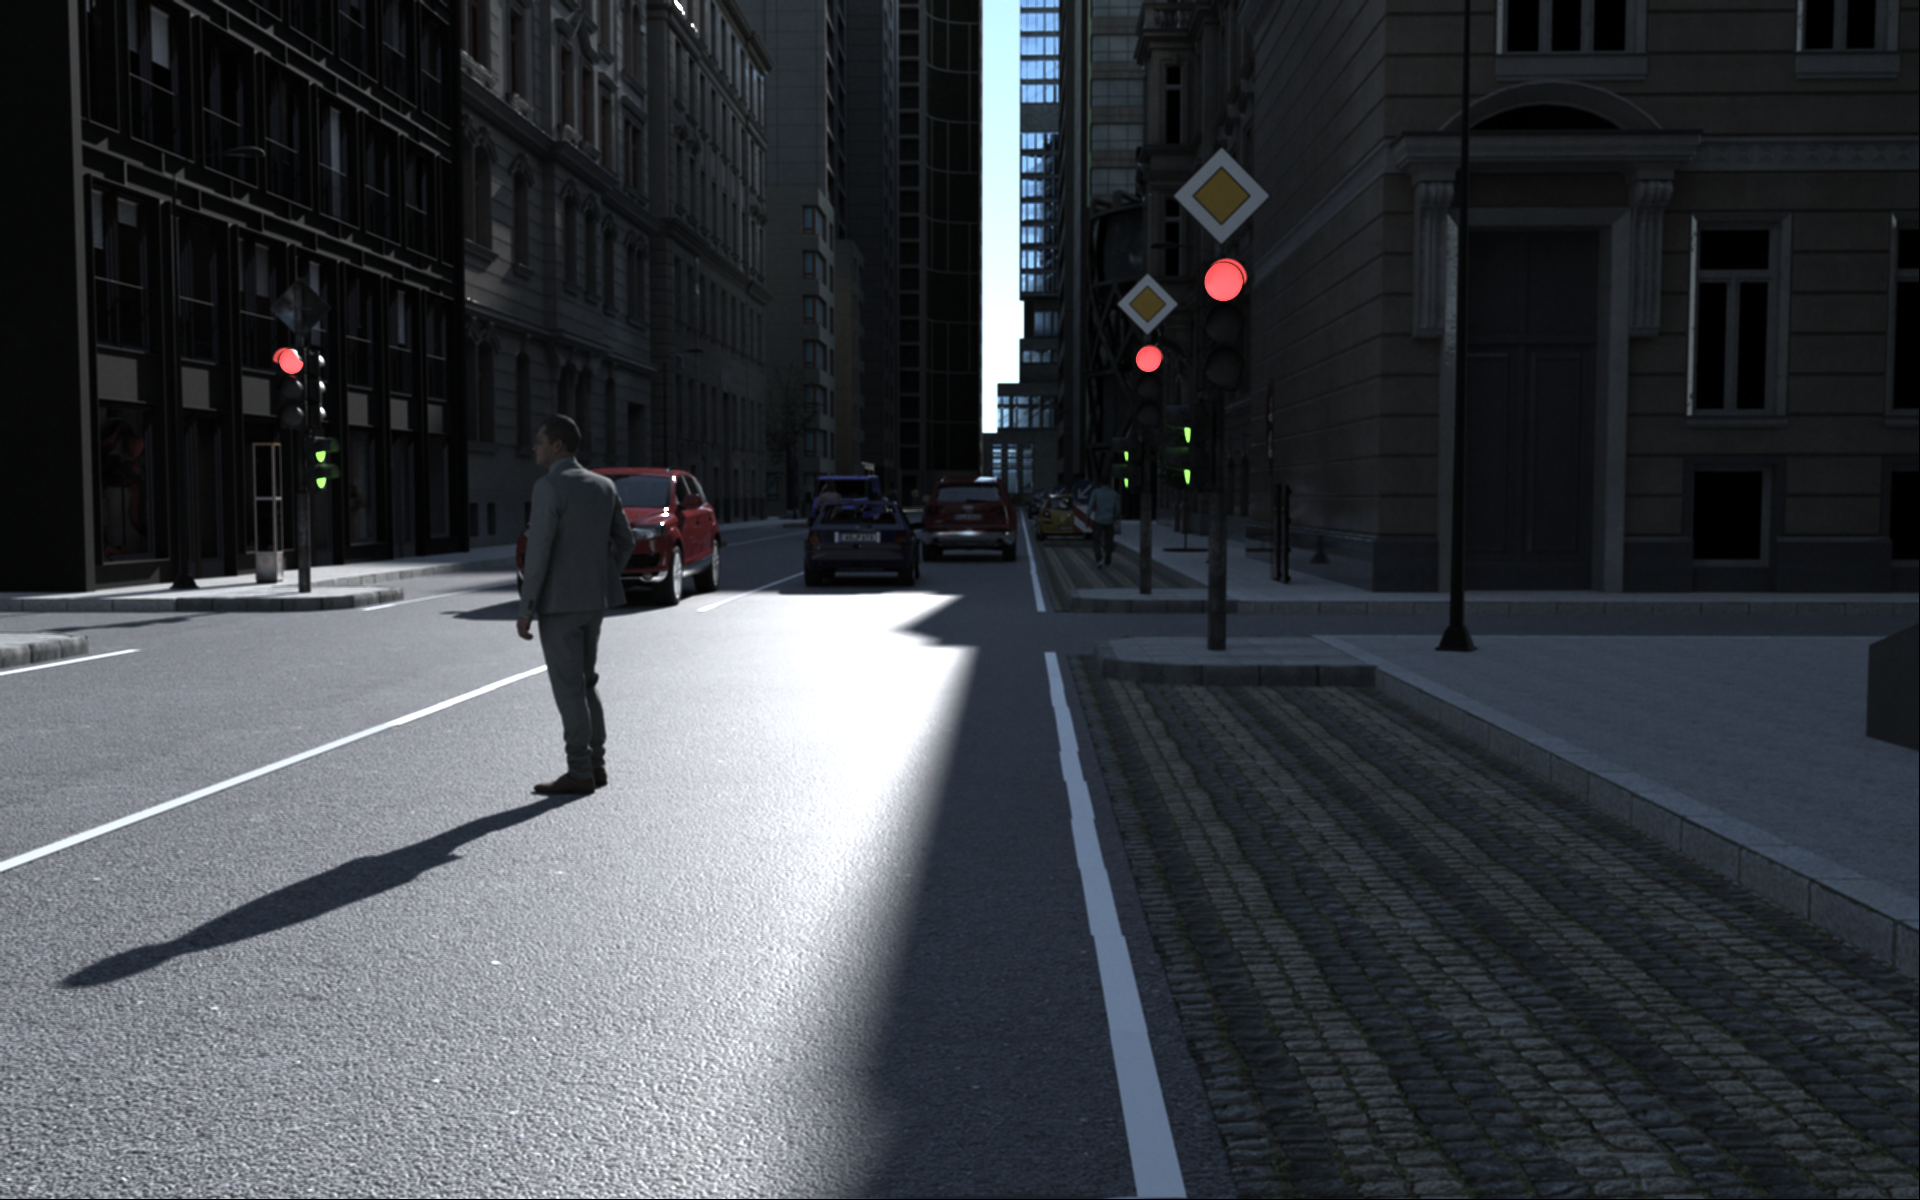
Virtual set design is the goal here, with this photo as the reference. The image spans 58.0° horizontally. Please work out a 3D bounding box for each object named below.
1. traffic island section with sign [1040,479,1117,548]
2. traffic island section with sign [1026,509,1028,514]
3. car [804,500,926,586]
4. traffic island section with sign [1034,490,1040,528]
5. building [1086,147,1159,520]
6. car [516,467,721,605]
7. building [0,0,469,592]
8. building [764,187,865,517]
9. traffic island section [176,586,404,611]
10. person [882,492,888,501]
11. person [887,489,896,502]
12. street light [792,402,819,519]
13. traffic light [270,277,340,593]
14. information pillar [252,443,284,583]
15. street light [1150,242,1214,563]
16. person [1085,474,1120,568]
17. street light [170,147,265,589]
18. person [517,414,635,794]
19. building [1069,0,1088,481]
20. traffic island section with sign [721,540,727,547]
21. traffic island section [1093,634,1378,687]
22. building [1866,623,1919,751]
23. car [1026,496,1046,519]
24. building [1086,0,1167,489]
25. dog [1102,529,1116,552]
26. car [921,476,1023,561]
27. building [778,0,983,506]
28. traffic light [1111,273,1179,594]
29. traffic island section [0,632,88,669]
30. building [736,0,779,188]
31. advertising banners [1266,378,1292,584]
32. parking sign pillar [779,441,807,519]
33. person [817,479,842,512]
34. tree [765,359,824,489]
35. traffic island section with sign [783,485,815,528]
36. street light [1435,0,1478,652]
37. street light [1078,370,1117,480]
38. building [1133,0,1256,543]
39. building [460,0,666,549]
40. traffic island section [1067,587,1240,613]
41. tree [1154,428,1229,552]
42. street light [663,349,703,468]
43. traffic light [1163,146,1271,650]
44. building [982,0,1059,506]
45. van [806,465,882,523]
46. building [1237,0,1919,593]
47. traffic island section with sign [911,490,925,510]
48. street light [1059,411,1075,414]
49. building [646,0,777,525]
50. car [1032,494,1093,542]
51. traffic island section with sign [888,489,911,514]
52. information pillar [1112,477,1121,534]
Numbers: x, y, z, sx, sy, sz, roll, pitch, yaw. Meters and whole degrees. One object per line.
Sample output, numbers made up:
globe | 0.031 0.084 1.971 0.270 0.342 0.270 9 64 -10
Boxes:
traffic island section with sign | 3.245 -2.345 46.972 1.989 1.847 2.006 0 4 2
traffic island section with sign | 5.823 -7.054 123.964 1.989 1.847 2.006 0 4 2
car | -1.550 -0.964 28.336 1.945 1.354 3.894 0 4 1
traffic island section with sign | 4.139 -3.993 73.912 1.989 1.847 2.006 0 4 2
building | 14.847 -13.526 88.597 16.820 18.784 16.811 0 4 2
car | -4.610 -0.937 23.986 2.281 1.827 5.304 0 4 1
building | -17.280 -12.250 29.971 12.332 23.373 15.834 0 4 2
building | -21.299 -16.372 112.730 27.650 21.520 28.899 0 4 2
traffic island section | -8.579 -0.022 22.637 2.009 0.180 2.903 0 4 2
person | -3.541 -4.172 79.316 0.503 1.515 0.523 -2 4 -34
person | -4.273 -5.986 106.824 0.568 1.767 0.683 3 4 38
street light | -7.829 -7.033 87.533 1.470 5.913 1.316 0 4 2
traffic light | -8.539 -2.054 22.501 0.839 4.253 0.868 0 4 2
information pillar | -9.983 -1.254 24.997 0.304 2.012 0.304 0 4 -3
street light | 4.200 -3.638 32.027 1.470 5.913 1.316 0 4 2
person | 2.758 -1.519 33.349 0.660 1.820 0.620 -1 4 -10
street light | -10.008 -3.108 23.355 1.470 5.913 1.316 0 4 2
person | -1.863 0.016 8.338 0.391 1.810 0.635 1 4 19
building | 15.109 -28.811 121.170 14.600 45.320 14.200 0 4 2
traffic island section with sign | -7.429 -2.360 47.216 1.989 1.847 2.006 0 4 2
traffic island section | 2.139 0.489 14.286 2.009 0.180 2.903 0 4 2
building | 20.668 -18.875 0.492 32.217 40.220 23.993 0 4 2
car | 4.808 -5.390 100.706 1.945 1.354 3.894 0 4 1
building | 14.790 -25.875 106.649 14.154 41.232 14.086 0 4 2
dog | 3.608 -1.605 43.083 0.513 0.831 0.800 2 4 33
car | 0.251 -1.827 38.550 2.281 1.827 5.304 0 4 2
building | -7.943 -46.021 190.692 20.611 71.187 20.563 0 4 2
traffic light | 2.366 -2.033 22.154 0.839 4.253 0.868 0 4 2
traffic island section | -8.846 0.466 14.657 2.009 0.180 2.903 0 4 2
building | -16.498 -44.220 161.241 20.611 71.187 20.563 0 4 2
advertising banners | 4.694 -1.798 25.581 0.090 3.025 2.074 0 4 2
parking sign pillar | -8.613 -6.153 89.080 1.447 3.967 1.447 0 4 5
person | -2.617 -1.642 35.944 0.593 1.750 0.643 -2 4 -28
tree | -9.404 -8.697 92.562 4.360 8.622 3.978 0 3 0
traffic island section with sign | -6.516 -4.030 74.510 1.989 1.847 2.006 0 4 2
street light | 3.549 -2.543 14.112 1.470 5.913 1.316 0 4 2
street light | 5.272 -5.642 64.792 1.470 5.913 1.316 0 4 2
building | 13.004 -14.526 56.591 14.460 24.649 34.723 0 4 2
building | -17.398 -16.048 49.779 14.401 28.519 23.554 0 4 2
traffic island section | 2.406 0.001 22.266 2.009 0.180 2.903 0 4 2
tree | 5.209 -2.710 38.910 1.663 3.219 1.824 0 3 0
street light | -8.900 -5.070 55.443 1.470 5.913 1.316 0 4 2
traffic light | 2.099 -1.544 14.173 0.839 4.253 0.868 0 4 2
building | 18.216 -53.673 190.232 31.000 86.520 22.319 0 4 2
van | -3.603 -3.115 55.313 2.240 2.365 5.245 0 4 2
building | 15.313 -14.784 27.631 20.117 28.700 13.634 0 4 2
traffic island section with sign | -3.912 -8.781 152.192 1.989 1.847 2.006 0 4 2
street light | 6.233 -7.625 97.213 1.470 5.913 1.316 0 4 2
building | -15.696 -16.937 74.180 12.463 27.353 25.104 0 4 2
car | 3.230 -2.628 53.197 2.015 1.641 3.980 0 4 0
traffic island section with sign | -4.815 -7.126 125.142 1.989 1.847 2.006 0 4 2
information pillar | 5.003 -3.117 55.459 0.304 2.012 0.304 0 4 3
